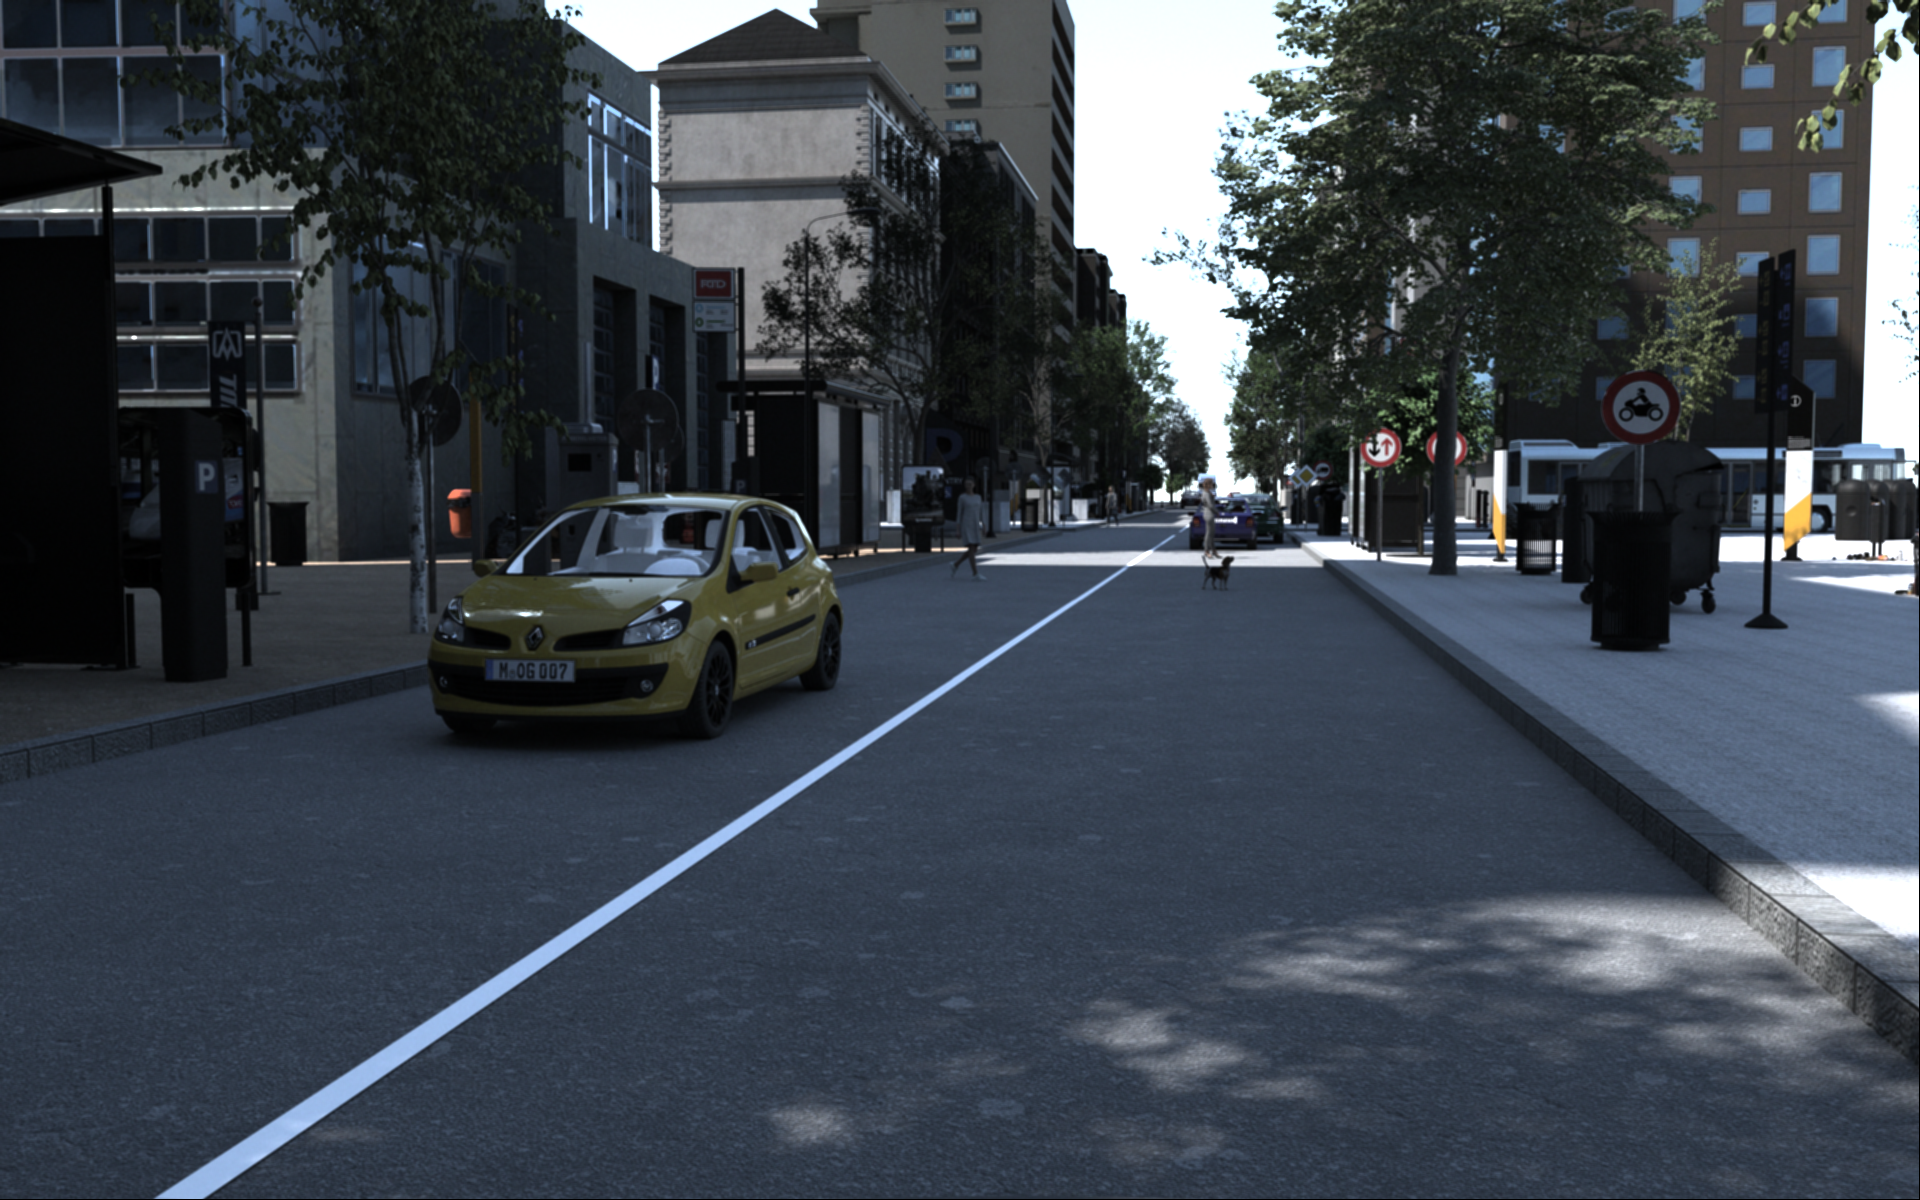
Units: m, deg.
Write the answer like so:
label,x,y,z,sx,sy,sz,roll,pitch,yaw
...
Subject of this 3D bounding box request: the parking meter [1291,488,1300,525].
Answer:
label,x,y,z,sx,sy,sz,roll,pitch,yaw
parking meter,14.085,-3.935,72.748,0.372,1.533,0.369,0,3,0

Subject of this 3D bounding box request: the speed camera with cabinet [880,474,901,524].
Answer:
label,x,y,z,sx,sy,sz,roll,pitch,yaw
speed camera with cabinet,-3.101,-4.923,74.825,2.038,3.252,0.660,-2,4,-26

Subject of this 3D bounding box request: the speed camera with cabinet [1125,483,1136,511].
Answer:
label,x,y,z,sx,sy,sz,roll,pitch,yaw
speed camera with cabinet,13.349,-8.636,135.535,0.660,3.252,2.038,1,4,13

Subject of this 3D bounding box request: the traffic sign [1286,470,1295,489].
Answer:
label,x,y,z,sx,sy,sz,roll,pitch,yaw
traffic sign,18.204,-5.767,94.295,0.884,2.594,0.081,1,4,11

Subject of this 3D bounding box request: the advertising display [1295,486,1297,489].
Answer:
label,x,y,z,sx,sy,sz,roll,pitch,yaw
advertising display,22.420,-6.760,115.733,0.123,1.923,0.974,0,4,1

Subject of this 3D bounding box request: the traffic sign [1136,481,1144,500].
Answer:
label,x,y,z,sx,sy,sz,roll,pitch,yaw
traffic sign,14.245,-8.263,137.228,0.606,2.300,0.079,1,4,17

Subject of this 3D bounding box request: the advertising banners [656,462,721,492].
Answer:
label,x,y,z,sx,sy,sz,roll,pitch,yaw
advertising banners,-6.941,-2.953,44.467,2.074,3.025,0.090,-2,4,-29

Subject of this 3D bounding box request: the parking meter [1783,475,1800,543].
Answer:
label,x,y,z,sx,sy,sz,roll,pitch,yaw
parking meter,21.847,-2.431,45.458,0.255,1.863,0.399,-1,4,-14

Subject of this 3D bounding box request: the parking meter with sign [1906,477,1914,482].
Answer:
label,x,y,z,sx,sy,sz,roll,pitch,yaw
parking meter with sign,43.075,-5.065,79.069,0.543,3.016,1.738,-1,4,-21

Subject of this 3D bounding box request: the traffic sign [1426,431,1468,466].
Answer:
label,x,y,z,sx,sy,sz,roll,pitch,yaw
traffic sign,9.412,-2.045,33.540,0.768,2.556,0.104,1,4,14

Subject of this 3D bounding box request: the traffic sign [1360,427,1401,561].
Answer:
label,x,y,z,sx,sy,sz,roll,pitch,yaw
traffic sign,8.020,-2.016,33.069,0.768,2.556,0.104,1,4,15

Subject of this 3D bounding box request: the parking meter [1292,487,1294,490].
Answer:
label,x,y,z,sx,sy,sz,roll,pitch,yaw
parking meter,22.822,-6.860,117.876,0.399,1.863,0.255,-1,4,-15

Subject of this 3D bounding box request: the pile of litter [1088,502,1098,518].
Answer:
label,x,y,z,sx,sy,sz,roll,pitch,yaw
pile of litter,6.883,-4.770,91.947,1.176,0.858,1.719,-1,4,-14

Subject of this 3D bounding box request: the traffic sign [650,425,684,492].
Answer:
label,x,y,z,sx,sy,sz,roll,pitch,yaw
traffic sign,-4.950,-1.755,28.800,0.768,2.556,0.104,1,4,19

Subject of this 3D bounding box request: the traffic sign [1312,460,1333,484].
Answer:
label,x,y,z,sx,sy,sz,roll,pitch,yaw
traffic sign,13.498,-3.939,64.507,0.768,2.556,0.104,1,4,13

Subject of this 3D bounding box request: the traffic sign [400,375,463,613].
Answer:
label,x,y,z,sx,sy,sz,roll,pitch,yaw
traffic sign,-5.676,-1.129,18.569,0.768,2.556,0.104,1,4,16

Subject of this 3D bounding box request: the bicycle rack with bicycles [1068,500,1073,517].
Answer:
label,x,y,z,sx,sy,sz,roll,pitch,yaw
bicycle rack with bicycles,5.709,-5.156,97.680,2.852,0.926,2.925,1,4,22

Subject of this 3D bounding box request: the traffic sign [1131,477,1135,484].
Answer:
label,x,y,z,sx,sy,sz,roll,pitch,yaw
traffic sign,13.040,-8.061,131.802,0.884,2.594,0.081,1,4,14

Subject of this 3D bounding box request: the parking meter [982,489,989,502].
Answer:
label,x,y,z,sx,sy,sz,roll,pitch,yaw
parking meter,1.341,-5.070,91.301,0.372,1.533,0.369,0,3,0

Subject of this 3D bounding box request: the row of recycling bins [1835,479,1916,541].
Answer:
label,x,y,z,sx,sy,sz,roll,pitch,yaw
row of recycling bins,25.683,-2.527,48.428,3.534,1.692,1.069,-3,4,-36

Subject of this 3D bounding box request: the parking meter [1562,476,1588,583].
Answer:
label,x,y,z,sx,sy,sz,roll,pitch,yaw
parking meter,8.914,-1.018,25.049,0.372,1.533,0.369,0,3,0

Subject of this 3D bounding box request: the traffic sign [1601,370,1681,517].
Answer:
label,x,y,z,sx,sy,sz,roll,pitch,yaw
traffic sign,7.001,-1.086,17.868,0.768,2.556,0.104,1,4,17

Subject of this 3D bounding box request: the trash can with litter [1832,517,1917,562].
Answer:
label,x,y,z,sx,sy,sz,roll,pitch,yaw
trash can with litter,17.906,-1.388,33.744,1.678,1.210,2.233,1,4,16

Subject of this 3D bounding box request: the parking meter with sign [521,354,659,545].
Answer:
label,x,y,z,sx,sy,sz,roll,pitch,yaw
parking meter with sign,-4.700,-1.567,21.884,1.738,3.016,0.543,0,4,-1

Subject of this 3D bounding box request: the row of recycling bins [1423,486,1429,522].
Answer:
label,x,y,z,sx,sy,sz,roll,pitch,yaw
row of recycling bins,19.057,-4.011,72.689,1.069,1.692,3.534,1,4,11

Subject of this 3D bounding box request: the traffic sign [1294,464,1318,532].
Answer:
label,x,y,z,sx,sy,sz,roll,pitch,yaw
traffic sign,11.552,-3.313,57.811,0.795,2.450,0.064,1,4,9

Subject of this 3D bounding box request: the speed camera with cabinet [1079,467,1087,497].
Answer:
label,x,y,z,sx,sy,sz,roll,pitch,yaw
speed camera with cabinet,9.631,-7.991,124.993,2.038,3.252,0.660,1,4,21

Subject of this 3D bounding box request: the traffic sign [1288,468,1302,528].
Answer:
label,x,y,z,sx,sy,sz,roll,pitch,yaw
traffic sign,12.811,-3.795,65.697,0.795,2.450,0.064,1,4,9

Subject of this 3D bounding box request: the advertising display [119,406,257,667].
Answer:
label,x,y,z,sx,sy,sz,roll,pitch,yaw
advertising display,-5.741,-0.467,12.854,0.974,1.923,0.123,0,4,-2

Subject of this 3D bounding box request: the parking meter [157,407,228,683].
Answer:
label,x,y,z,sx,sy,sz,roll,pitch,yaw
parking meter,-5.278,-0.381,11.934,0.255,1.863,0.399,1,4,16

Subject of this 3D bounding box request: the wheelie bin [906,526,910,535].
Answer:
label,x,y,z,sx,sy,sz,roll,pitch,yaw
wheelie bin,-1.239,-2.810,53.846,0.693,1.594,0.980,2,4,31

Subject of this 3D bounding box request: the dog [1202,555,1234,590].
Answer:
label,x,y,z,sx,sy,sz,roll,pitch,yaw
dog,3.867,-0.411,26.002,0.540,0.507,0.406,1,4,17

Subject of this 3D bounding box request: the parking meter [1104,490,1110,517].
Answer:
label,x,y,z,sx,sy,sz,roll,pitch,yaw
parking meter,8.075,-5.334,95.621,0.372,1.533,0.369,0,3,0

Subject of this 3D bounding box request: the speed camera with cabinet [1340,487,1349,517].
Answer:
label,x,y,z,sx,sy,sz,roll,pitch,yaw
speed camera with cabinet,21.514,-6.288,97.149,2.038,3.252,0.660,-2,4,-27

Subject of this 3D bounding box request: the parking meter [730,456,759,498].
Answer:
label,x,y,z,sx,sy,sz,roll,pitch,yaw
parking meter,-3.351,-1.300,26.971,0.399,1.863,0.255,2,4,28

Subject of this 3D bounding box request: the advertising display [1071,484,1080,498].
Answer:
label,x,y,z,sx,sy,sz,roll,pitch,yaw
advertising display,7.511,-6.735,115.329,0.974,1.923,0.123,0,4,-5

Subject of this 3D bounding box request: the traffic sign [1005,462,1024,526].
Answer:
label,x,y,z,sx,sy,sz,roll,pitch,yaw
traffic sign,2.141,-4.187,68.559,0.768,2.556,0.104,1,4,18

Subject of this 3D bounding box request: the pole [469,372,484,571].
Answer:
label,x,y,z,sx,sy,sz,roll,pitch,yaw
pole,-8.098,-2.150,29.002,0.158,3.312,0.155,0,3,0

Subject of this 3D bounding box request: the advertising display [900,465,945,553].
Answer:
label,x,y,z,sx,sy,sz,roll,pitch,yaw
advertising display,-0.816,-2.004,37.973,0.974,1.923,0.123,0,4,-6

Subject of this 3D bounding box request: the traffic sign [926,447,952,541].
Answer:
label,x,y,z,sx,sy,sz,roll,pitch,yaw
traffic sign,-0.656,-2.913,47.639,0.884,2.594,0.081,1,4,16

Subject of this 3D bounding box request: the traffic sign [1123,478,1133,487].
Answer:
label,x,y,z,sx,sy,sz,roll,pitch,yaw
traffic sign,12.655,-7.994,130.808,0.768,2.556,0.104,1,4,17

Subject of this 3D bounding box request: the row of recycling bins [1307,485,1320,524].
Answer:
label,x,y,z,sx,sy,sz,roll,pitch,yaw
row of recycling bins,15.988,-4.267,76.884,1.069,1.692,3.534,1,4,16

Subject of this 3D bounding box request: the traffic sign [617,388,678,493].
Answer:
label,x,y,z,sx,sy,sz,roll,pitch,yaw
traffic sign,-3.775,-1.273,20.920,0.768,2.556,0.104,1,4,9

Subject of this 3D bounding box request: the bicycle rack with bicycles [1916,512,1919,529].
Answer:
label,x,y,z,sx,sy,sz,roll,pitch,yaw
bicycle rack with bicycles,35.968,-3.030,62.925,2.925,0.926,2.852,0,4,-7

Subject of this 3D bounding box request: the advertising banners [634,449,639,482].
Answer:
label,x,y,z,sx,sy,sz,roll,pitch,yaw
advertising banners,-7.366,-2.599,38.674,0.090,3.025,2.074,0,4,2

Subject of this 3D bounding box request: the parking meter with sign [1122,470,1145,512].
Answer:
label,x,y,z,sx,sy,sz,roll,pitch,yaw
parking meter with sign,12.795,-8.029,127.540,1.738,3.016,0.543,3,4,36

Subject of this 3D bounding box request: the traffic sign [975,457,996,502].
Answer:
label,x,y,z,sx,sy,sz,roll,pitch,yaw
traffic sign,0.874,-3.670,60.117,0.768,2.556,0.104,1,4,18

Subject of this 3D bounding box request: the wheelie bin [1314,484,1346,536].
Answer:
label,x,y,z,sx,sy,sz,roll,pitch,yaw
wheelie bin,11.436,-2.780,53.355,0.980,1.594,0.693,-1,4,-11

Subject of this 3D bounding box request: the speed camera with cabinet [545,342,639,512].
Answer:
label,x,y,z,sx,sy,sz,roll,pitch,yaw
speed camera with cabinet,-4.949,-1.777,23.396,0.660,3.252,2.038,1,4,9

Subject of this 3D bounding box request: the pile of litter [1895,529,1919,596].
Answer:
label,x,y,z,sx,sy,sz,roll,pitch,yaw
pile of litter,12.436,-0.475,21.735,1.176,0.858,1.719,1,4,22

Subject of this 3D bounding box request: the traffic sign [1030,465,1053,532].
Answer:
label,x,y,z,sx,sy,sz,roll,pitch,yaw
traffic sign,2.772,-3.400,59.229,0.795,2.450,0.064,1,4,9

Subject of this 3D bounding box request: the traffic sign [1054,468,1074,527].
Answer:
label,x,y,z,sx,sy,sz,roll,pitch,yaw
traffic sign,4.031,-3.882,67.114,0.795,2.450,0.064,1,4,9

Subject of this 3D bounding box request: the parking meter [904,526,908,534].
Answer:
label,x,y,z,sx,sy,sz,roll,pitch,yaw
parking meter,-1.624,-3.087,56.183,0.399,1.863,0.255,1,4,18
